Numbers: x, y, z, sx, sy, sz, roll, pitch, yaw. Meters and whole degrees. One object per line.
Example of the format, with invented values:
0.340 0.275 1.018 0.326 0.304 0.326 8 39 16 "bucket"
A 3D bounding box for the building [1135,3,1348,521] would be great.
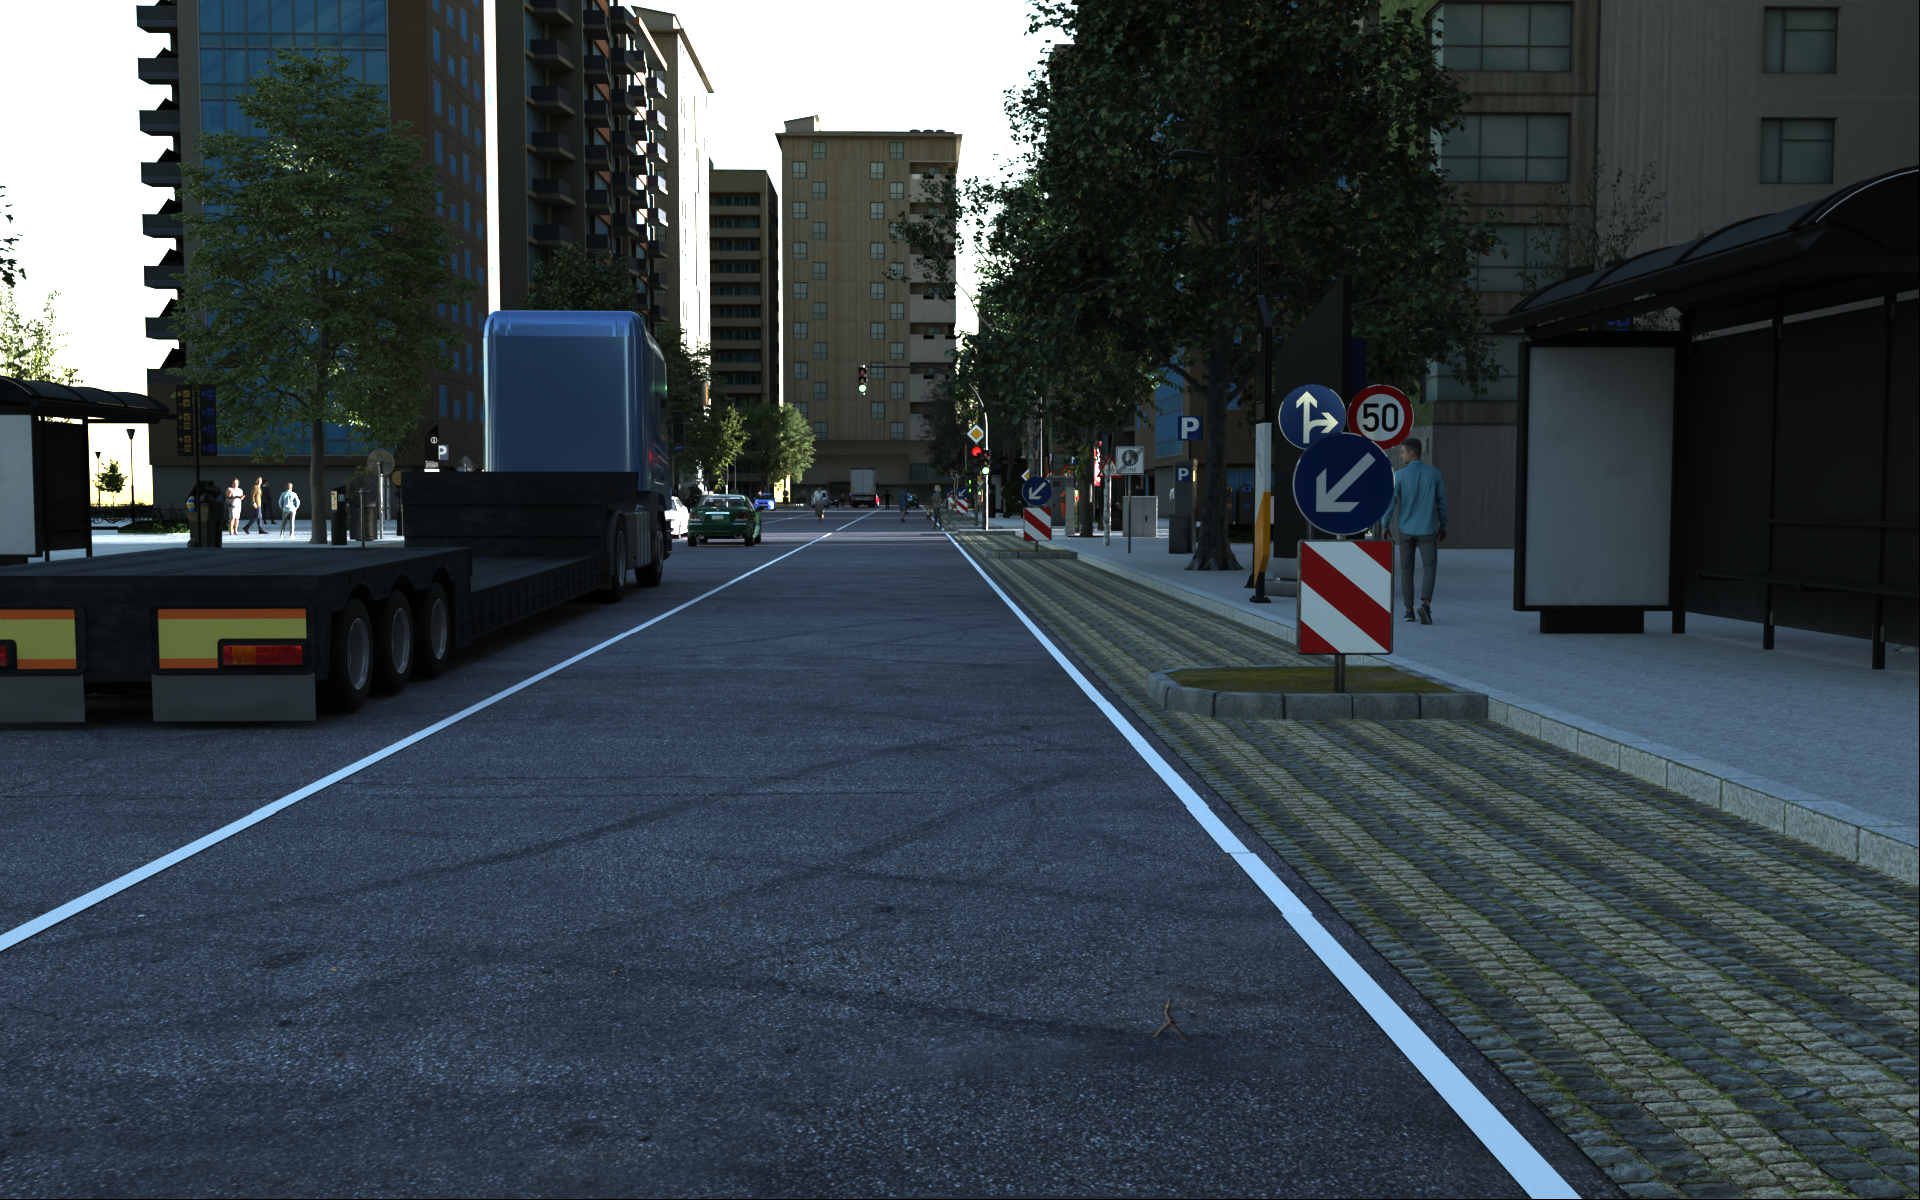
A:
17.865 -27.440 98.754 14.600 45.320 14.200 0 4 -2 "building"

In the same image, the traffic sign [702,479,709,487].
-20.933 -8.738 142.601 0.795 2.593 0.064 0 4 5 "traffic sign"

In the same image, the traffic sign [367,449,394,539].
-16.496 -3.009 49.304 0.768 2.556 0.104 0 4 -1 "traffic sign"

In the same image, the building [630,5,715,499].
-42.936 -37.126 196.252 27.495 52.752 28.713 0 4 -2 "building"

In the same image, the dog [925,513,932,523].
-1.567 -4.125 86.735 0.540 0.507 0.406 2 4 25 "dog"

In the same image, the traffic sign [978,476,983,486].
1.289 -6.649 108.439 0.795 2.593 0.064 0 4 6 "traffic sign"

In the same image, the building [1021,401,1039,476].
21.673 -21.603 198.247 27.650 21.520 28.899 0 4 -2 "building"

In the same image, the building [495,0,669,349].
-38.678 -30.760 157.553 22.147 44.769 28.867 0 4 -2 "building"

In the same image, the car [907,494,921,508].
-5.061 -9.995 175.214 2.131 1.459 4.920 0 4 -1 "car"

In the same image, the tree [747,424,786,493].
-19.827 -13.828 176.445 4.360 8.622 3.978 0 3 0 "tree"

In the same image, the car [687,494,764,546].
-6.658 -2.284 49.146 2.131 1.459 4.920 0 4 -3 "car"

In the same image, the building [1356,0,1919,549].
17.808 -22.179 46.225 14.154 41.232 14.086 0 4 -2 "building"

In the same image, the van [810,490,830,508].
-14.563 -10.628 180.783 2.013 2.044 4.112 0 3 0 "van"

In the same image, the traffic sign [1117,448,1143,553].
3.663 -2.156 37.384 0.606 2.300 0.079 0 4 3 "traffic sign"

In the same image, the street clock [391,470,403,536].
-17.149 -2.966 53.068 0.471 2.002 0.358 1 4 10 "street clock"

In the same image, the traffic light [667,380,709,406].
-12.427 -5.784 69.235 4.771 5.953 1.251 0 4 -2 "traffic light"

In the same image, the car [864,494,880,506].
-11.018 -12.621 215.393 2.155 1.783 4.494 0 4 -2 "car"

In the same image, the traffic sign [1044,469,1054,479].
4.572 -5.390 88.132 0.884 2.594 0.081 0 4 5 "traffic sign"

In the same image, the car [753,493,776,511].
-16.615 -8.436 147.524 1.945 1.707 3.694 0 4 -2 "car"

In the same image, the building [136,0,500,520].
-33.059 -26.985 91.312 14.600 45.320 14.200 0 4 -2 "building"

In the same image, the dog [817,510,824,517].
-8.347 -5.130 103.166 0.406 0.507 0.540 1 4 14 "dog"

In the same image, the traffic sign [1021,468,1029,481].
3.536 -5.436 88.606 0.795 2.593 0.064 0 4 6 "traffic sign"

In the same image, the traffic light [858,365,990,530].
-1.221 -5.305 61.407 4.771 5.953 1.251 0 4 -2 "traffic light"

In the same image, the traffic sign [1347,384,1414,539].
4.885 -1.230 20.210 0.768 2.556 0.104 0 4 5 "traffic sign"

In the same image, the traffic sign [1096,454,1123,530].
4.815 -3.409 55.736 0.884 2.594 0.081 0 4 0 "traffic sign"

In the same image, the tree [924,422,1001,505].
-0.179 -17.016 212.624 7.601 10.594 8.767 -1 4 -15 "tree"

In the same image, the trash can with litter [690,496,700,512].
-18.171 -6.531 118.175 1.055 1.170 0.624 3 5 44 "trash can with litter"

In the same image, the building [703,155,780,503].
-36.940 -38.014 245.237 21.600 48.544 21.300 0 4 -2 "building"

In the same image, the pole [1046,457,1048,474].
4.730 -6.142 94.263 0.158 3.312 0.155 0 3 0 "pole"

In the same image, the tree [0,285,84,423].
-31.544 -6.610 58.439 4.737 8.622 4.395 0 3 0 "tree"

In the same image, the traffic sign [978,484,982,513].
1.335 -7.073 115.755 0.768 2.556 0.104 0 4 5 "traffic sign"

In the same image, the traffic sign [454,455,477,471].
-16.870 -3.630 59.091 0.795 2.593 0.064 0 4 3 "traffic sign"

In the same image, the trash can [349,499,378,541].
-16.318 -2.188 47.420 0.748 1.137 0.748 0 3 0 "trash can"

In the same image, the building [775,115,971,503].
-11.615 -40.374 249.353 27.495 52.752 28.713 0 4 -2 "building"

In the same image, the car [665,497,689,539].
-9.990 -2.730 57.002 2.083 1.381 4.827 0 4 -4 "car"

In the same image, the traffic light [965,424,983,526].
0.639 -4.934 69.590 0.839 4.253 0.868 0 4 -2 "traffic light"

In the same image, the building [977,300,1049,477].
9.673 -28.844 243.301 14.107 30.474 14.160 0 4 -2 "building"

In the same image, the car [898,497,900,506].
-6.659 -12.390 212.173 1.945 1.707 3.694 0 4 -3 "car"

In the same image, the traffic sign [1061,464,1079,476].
4.655 -4.462 73.060 0.768 2.556 0.104 0 4 2 "traffic sign"

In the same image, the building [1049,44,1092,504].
15.180 -29.230 161.511 14.154 41.232 14.086 0 4 -2 "building"

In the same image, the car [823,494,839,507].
-14.564 -11.368 195.645 2.009 1.686 4.222 0 4 -3 "car"

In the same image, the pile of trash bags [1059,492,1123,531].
5.180 -3.126 60.859 3.447 1.369 1.912 1 4 13 "pile of trash bags"

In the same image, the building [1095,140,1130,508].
20.327 -29.098 130.376 22.147 44.769 28.867 0 4 -2 "building"

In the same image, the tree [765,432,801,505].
-21.053 -15.635 205.994 4.737 8.622 4.395 0 3 0 "tree"

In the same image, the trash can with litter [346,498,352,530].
-21.749 -3.065 61.506 0.624 1.170 1.055 -3 4 -37 "trash can with litter"

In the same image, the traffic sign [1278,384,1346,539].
4.077 -1.224 20.120 0.768 2.556 0.104 0 4 8 "traffic sign"
